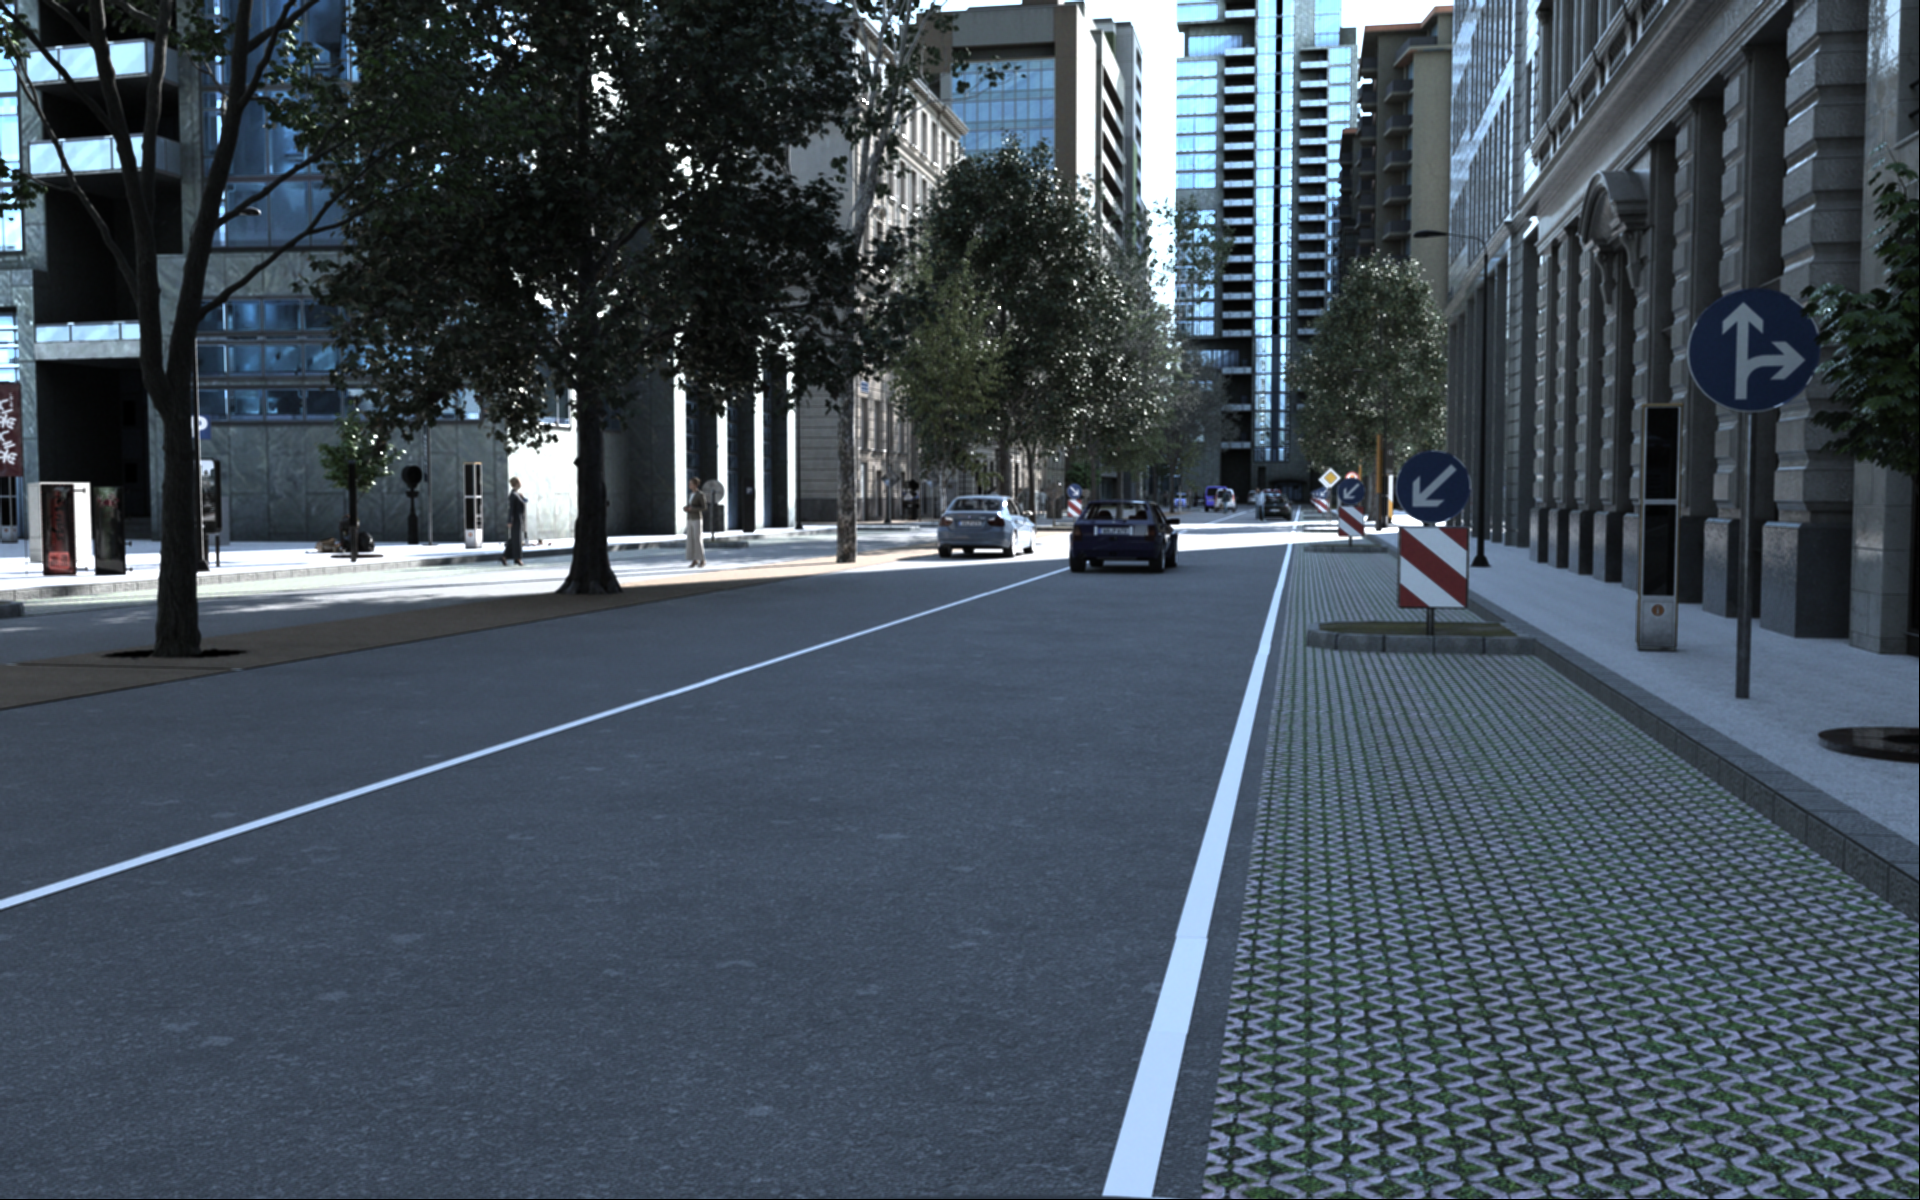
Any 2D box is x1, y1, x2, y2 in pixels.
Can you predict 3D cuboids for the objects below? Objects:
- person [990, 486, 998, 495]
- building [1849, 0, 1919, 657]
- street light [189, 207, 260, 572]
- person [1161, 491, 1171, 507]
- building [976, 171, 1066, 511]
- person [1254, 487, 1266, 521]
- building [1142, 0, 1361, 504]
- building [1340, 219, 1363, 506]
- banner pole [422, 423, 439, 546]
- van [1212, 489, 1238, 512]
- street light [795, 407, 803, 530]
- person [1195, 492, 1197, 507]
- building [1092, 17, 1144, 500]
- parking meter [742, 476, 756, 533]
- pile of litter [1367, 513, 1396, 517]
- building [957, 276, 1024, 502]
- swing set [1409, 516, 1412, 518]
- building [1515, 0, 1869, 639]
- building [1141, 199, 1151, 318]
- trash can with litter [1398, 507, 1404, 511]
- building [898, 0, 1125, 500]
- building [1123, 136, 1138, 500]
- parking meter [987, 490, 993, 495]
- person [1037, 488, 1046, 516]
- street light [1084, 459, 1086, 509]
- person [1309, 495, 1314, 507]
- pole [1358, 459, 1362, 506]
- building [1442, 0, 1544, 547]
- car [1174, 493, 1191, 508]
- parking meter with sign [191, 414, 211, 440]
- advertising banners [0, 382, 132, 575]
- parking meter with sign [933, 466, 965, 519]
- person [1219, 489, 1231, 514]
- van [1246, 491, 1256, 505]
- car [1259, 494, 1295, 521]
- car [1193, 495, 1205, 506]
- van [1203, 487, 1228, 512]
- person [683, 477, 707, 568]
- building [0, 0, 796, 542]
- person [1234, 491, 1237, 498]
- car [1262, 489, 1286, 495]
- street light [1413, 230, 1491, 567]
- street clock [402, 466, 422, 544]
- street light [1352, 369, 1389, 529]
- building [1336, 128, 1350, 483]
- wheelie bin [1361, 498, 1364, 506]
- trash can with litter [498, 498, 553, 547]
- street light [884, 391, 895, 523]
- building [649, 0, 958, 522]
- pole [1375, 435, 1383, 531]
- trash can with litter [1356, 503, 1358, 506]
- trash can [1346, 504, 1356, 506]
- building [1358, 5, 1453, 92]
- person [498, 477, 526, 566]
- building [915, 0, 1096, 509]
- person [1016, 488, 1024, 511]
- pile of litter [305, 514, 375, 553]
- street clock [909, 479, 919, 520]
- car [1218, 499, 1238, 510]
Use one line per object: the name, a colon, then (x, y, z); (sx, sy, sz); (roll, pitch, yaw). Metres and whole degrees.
person: (1.698, -4.487, 82.060); (0.606, 1.804, 0.583); (3, 5, 44)
building: (10.986, -9.178, 4.805); (10.420, 20.320, 16.860); (1, 4, 11)
street light: (-12.026, -3.412, 28.328); (1.470, 5.913, 1.316); (1, 4, 11)
person: (22.911, -11.237, 192.940); (1.217, 1.736, 0.721); (-1, 4, -20)
building: (1.020, -20.622, 134.430); (12.463, 27.353, 25.104); (1, 4, 11)
person: (15.689, -5.001, 90.534); (0.793, 1.790, 0.793); (-2, 4, -25)
building: (41.932, -56.725, 240.121); (31.000, 86.520, 22.319); (1, 4, 11)
building: (47.252, -25.110, 182.242); (14.160, 30.474, 14.107); (1, 4, 11)
banner pole: (-13.252, -3.245, 43.071); (0.401, 3.779, 0.863); (-2, 4, -28)
van: (21.000, -7.963, 137.198); (2.013, 2.044, 4.112); (1, 4, 10)
street light: (-5.297, -5.500, 62.460); (1.470, 5.913, 1.316); (1, 4, 11)
person: (26.748, -11.401, 195.625); (0.721, 1.735, 1.217); (1, 4, 11)
building: (8.164, -41.207, 215.740); (28.212, 58.520, 21.231); (1, 4, 11)
parking meter: (-7.006, -3.168, 57.505); (0.399, 1.863, 0.255); (-1, 4, -19)
pile of litter: (24.010, -5.175, 98.568); (1.719, 0.858, 1.176); (0, 4, 3)
building: (-2.016, -15.138, 112.142); (10.561, 19.102, 19.286); (1, 4, 11)
swing set: (25.822, -5.902, 94.123); (3.119, 2.851, 2.862); (1, 4, 12)
building: (13.931, -11.864, 22.850); (11.050, 23.489, 19.941); (1, 4, 11)
building: (19.018, -34.143, 241.831); (14.086, 41.232, 14.154); (1, 4, 11)
trash can with litter: (33.962, -7.394, 132.282); (1.055, 1.170, 0.624); (3, 4, 38)
building: (4.986, -33.831, 176.845); (21.300, 48.544, 21.600); (1, 4, 11)
building: (12.080, -31.207, 193.823); (14.154, 41.232, 14.086); (1, 4, 11)
parking meter: (1.764, -5.580, 99.651); (0.372, 1.533, 0.369); (0, 3, 0)
person: (5.003, -6.013, 107.008); (0.606, 1.804, 0.583); (-3, 4, -36)
street light: (11.010, -10.527, 144.652); (1.470, 5.913, 1.316); (1, 4, 11)
person: (37.226, -10.602, 182.369); (0.721, 1.766, 1.217); (-2, 4, -34)
pole: (22.777, -6.412, 98.673); (0.158, 3.312, 0.155); (0, 3, 0)
building: (20.073, -16.469, 46.753); (11.434, 29.767, 29.804); (1, 4, 11)
car: (23.233, -10.519, 181.569); (1.945, 1.707, 3.694); (1, 4, 12)
parking meter with sign: (-17.063, -2.596, 38.698); (0.543, 3.016, 1.738); (-2, 4, -27)
advertising banners: (-14.203, -1.903, 27.298); (2.074, 3.025, 0.090); (-1, 4, -9)
parking meter with sign: (-0.536, -5.774, 90.666); (1.738, 3.016, 0.543); (-1, 4, -22)
person: (18.882, -7.041, 123.598); (0.794, 1.824, 0.713); (-2, 4, -35)
van: (37.550, -13.090, 221.027); (2.013, 2.044, 4.112); (1, 4, 10)
car: (17.251, -5.189, 94.621); (2.009, 1.686, 4.222); (1, 4, 12)
car: (28.256, -11.654, 203.116); (1.945, 1.354, 3.894); (1, 4, 12)
van: (21.053, -8.417, 142.001); (2.240, 2.365, 5.245); (1, 4, 9)
person: (-5.219, -1.518, 33.877); (0.519, 1.759, 0.362); (3, 5, 43)
building: (-23.697, -45.468, 56.067); (31.000, 86.520, 22.319); (1, 4, 11)
person: (33.181, -12.208, 208.552); (0.568, 1.767, 0.683); (0, 4, -3)
car: (24.664, -7.855, 137.101); (2.281, 1.827, 5.304); (1, 4, 12)
street light: (8.672, -3.549, 30.559); (1.470, 5.913, 1.316); (1, 4, 11)
street clock: (-13.955, -2.421, 44.147); (0.358, 2.002, 0.471); (3, 4, 36)
street light: (15.264, -5.621, 64.447); (1.470, 5.913, 1.316); (1, 4, 11)
building: (55.398, -33.529, 202.824); (22.147, 44.769, 28.867); (1, 4, 11)
wheelie bin: (27.387, -6.644, 116.530); (0.693, 1.594, 0.980); (-2, 4, -33)
trash can with litter: (-10.692, -1.968, 43.233); (1.678, 1.210, 2.233); (1, 4, 11)
street light: (-2.665, -6.337, 76.150); (1.470, 5.913, 1.316); (1, 4, 11)
building: (-7.922, -17.933, 90.473); (12.463, 27.353, 25.104); (1, 4, 11)
pole: (14.391, -4.012, 59.443); (0.158, 3.312, 0.155); (0, 3, 0)
trash can with litter: (30.325, -7.426, 132.474); (1.678, 1.210, 2.233); (-1, 4, -13)
trash can: (25.581, -6.220, 113.354); (0.748, 1.137, 0.748); (0, 3, 0)
building: (47.860, -30.899, 159.824); (22.147, 44.769, 28.867); (1, 4, 11)
person: (-8.868, -1.557, 34.383); (0.534, 1.772, 0.576); (-2, 4, -31)
building: (4.646, -31.077, 158.227); (14.600, 45.320, 14.200); (1, 4, 11)
person: (3.092, -4.964, 90.218); (0.362, 1.759, 0.519); (-2, 4, -26)
pile of litter: (-13.678, -1.484, 38.227); (1.719, 0.858, 1.176); (-3, 5, -44)
street clock: (-2.235, -4.873, 84.242); (0.471, 2.002, 0.358); (-1, 4, -20)
car: (23.927, -8.906, 155.392); (2.009, 1.686, 4.222); (1, 4, 11)
